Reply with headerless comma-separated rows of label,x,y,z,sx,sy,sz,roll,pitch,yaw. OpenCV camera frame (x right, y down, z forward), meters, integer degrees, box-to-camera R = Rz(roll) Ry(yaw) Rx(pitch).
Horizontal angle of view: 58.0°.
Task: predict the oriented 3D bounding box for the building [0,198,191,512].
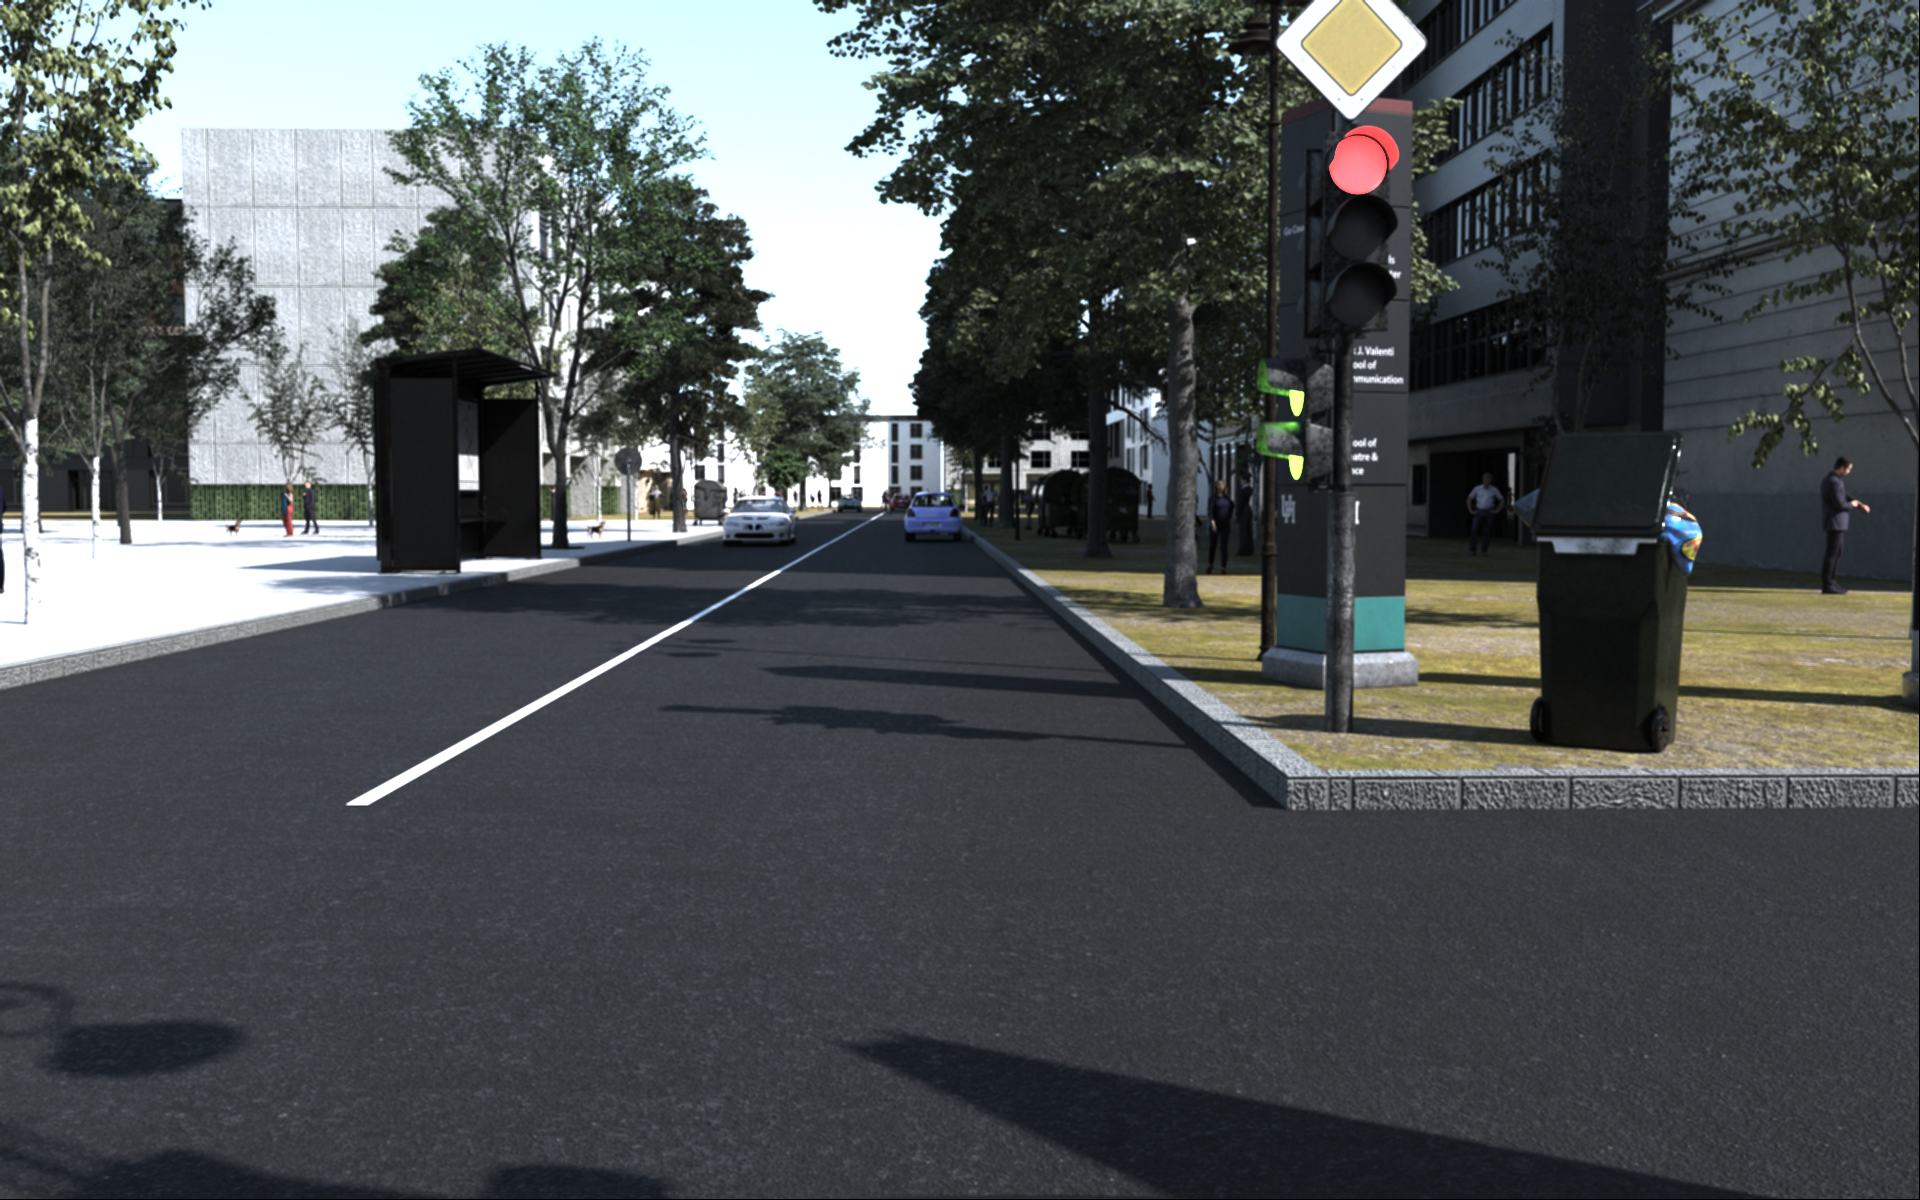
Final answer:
building,-67.456,-17.711,133.556,32.646,21.610,27.936,0,4,-1

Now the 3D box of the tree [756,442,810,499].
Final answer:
tree,-11.162,-7.655,108.867,4.285,4.588,4.351,0,3,0

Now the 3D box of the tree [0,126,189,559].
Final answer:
tree,-17.402,-5.131,34.259,4.360,8.622,3.978,0,3,0

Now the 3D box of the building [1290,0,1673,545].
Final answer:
building,19.598,-14.202,51.270,14.314,24.678,30.058,0,4,-1

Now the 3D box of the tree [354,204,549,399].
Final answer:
tree,-18.853,-8.687,64.084,6.751,12.117,7.091,0,3,0

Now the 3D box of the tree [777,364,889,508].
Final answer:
tree,-11.910,-15.155,158.160,12.009,13.543,11.850,0,3,0

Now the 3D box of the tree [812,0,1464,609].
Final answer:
tree,2.117,-6.180,19.175,7.486,12.596,7.792,0,3,0

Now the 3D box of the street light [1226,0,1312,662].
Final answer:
street light,2.364,-2.467,13.120,0.468,5.910,1.993,0,4,-1

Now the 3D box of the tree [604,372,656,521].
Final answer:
tree,-15.319,-8.007,81.281,4.737,8.622,4.395,0,3,0

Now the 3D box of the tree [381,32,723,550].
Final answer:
tree,-9.378,-6.991,40.064,9.928,11.665,9.643,0,3,0

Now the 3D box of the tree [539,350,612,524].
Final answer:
tree,-15.827,-7.629,75.100,4.360,8.622,3.978,0,3,0

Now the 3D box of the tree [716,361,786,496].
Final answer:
tree,-10.990,-8.644,91.685,4.737,8.622,4.395,0,3,0

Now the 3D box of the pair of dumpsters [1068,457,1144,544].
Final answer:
pair of dumpsters,3.968,-2.709,46.790,1.574,2.255,4.436,0,4,-2

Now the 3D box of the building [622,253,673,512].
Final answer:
building,-30.083,-16.908,132.862,16.016,20.091,11.380,0,4,-1

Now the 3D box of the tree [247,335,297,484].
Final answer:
tree,-30.273,-7.808,78.031,4.360,8.622,3.978,0,3,0

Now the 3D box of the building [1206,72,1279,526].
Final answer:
building,16.998,-13.850,75.604,9.793,20.994,18.267,0,4,-1

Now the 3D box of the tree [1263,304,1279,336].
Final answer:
tree,9.619,-5.546,41.039,4.360,8.622,3.978,0,3,0

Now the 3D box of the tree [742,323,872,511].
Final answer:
tree,-11.657,-13.623,129.398,9.857,13.997,8.962,0,3,0

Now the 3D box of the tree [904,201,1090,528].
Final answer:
tree,2.188,-10.333,76.375,7.806,13.903,7.818,0,3,0

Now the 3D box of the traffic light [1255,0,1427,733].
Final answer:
traffic light,2.029,-1.223,9.249,0.839,4.213,0.868,0,4,-1

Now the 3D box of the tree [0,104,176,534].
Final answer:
tree,-30.344,-9.133,55.987,9.857,13.997,8.962,0,3,0

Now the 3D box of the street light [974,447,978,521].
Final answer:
street light,0.771,-6.751,83.164,0.468,5.910,1.993,0,4,-1

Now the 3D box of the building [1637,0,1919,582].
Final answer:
building,24.979,-14.663,27.135,23.554,28.519,14.401,0,4,-1

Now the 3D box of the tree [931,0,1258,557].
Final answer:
tree,2.804,-6.910,35.040,6.751,12.117,7.091,0,3,0

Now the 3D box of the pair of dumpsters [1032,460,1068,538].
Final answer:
pair of dumpsters,3.093,-3.045,52.284,1.574,2.255,4.436,0,4,-1

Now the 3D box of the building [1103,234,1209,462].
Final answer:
building,24.694,-17.740,134.030,27.936,21.610,32.646,0,4,-1

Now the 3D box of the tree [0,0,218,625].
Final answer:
tree,-9.372,-4.069,16.889,4.737,8.622,4.395,0,3,0

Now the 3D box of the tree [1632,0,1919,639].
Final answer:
tree,8.450,-3.970,15.275,4.737,8.622,4.395,0,3,0

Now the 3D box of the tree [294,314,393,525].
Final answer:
tree,-24.076,-7.340,70.374,4.360,8.622,3.978,0,3,0

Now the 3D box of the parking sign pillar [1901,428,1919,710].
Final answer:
parking sign pillar,6.407,-1.326,10.158,1.447,3.967,1.447,3,5,41

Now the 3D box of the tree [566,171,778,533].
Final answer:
tree,-9.504,-8.298,57.736,6.751,12.117,7.091,0,3,0

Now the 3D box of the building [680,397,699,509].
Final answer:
building,-36.736,-12.394,144.783,28.070,9.664,9.099,0,4,-1

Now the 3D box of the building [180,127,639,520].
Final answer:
building,-29.504,-14.268,99.747,16.747,18.905,31.486,0,4,-1

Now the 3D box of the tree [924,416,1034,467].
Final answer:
tree,1.488,-10.706,109.453,8.767,10.594,7.601,3,4,37

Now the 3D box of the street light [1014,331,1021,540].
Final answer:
street light,1.598,-4.602,48.037,0.468,5.910,1.993,0,4,-1

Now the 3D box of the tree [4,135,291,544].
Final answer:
tree,-21.417,-6.729,44.426,8.767,10.594,7.601,-1,4,-10

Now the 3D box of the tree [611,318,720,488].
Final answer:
tree,-10.690,-7.053,65.673,4.360,8.622,3.978,0,3,0

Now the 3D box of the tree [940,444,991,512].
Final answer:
tree,0.241,-11.413,136.961,4.737,8.622,4.395,0,3,0

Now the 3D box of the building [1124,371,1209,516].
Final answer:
building,15.869,-9.863,103.404,9.099,9.664,28.070,0,4,-1

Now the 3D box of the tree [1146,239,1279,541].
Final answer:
tree,8.275,-5.919,47.145,4.737,8.622,4.395,0,3,0

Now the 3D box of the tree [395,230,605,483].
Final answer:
tree,-13.310,-6.054,49.339,4.737,8.622,4.395,0,3,0

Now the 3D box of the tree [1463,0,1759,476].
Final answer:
tree,9.352,-4.620,25.901,4.360,8.622,3.978,0,3,0
